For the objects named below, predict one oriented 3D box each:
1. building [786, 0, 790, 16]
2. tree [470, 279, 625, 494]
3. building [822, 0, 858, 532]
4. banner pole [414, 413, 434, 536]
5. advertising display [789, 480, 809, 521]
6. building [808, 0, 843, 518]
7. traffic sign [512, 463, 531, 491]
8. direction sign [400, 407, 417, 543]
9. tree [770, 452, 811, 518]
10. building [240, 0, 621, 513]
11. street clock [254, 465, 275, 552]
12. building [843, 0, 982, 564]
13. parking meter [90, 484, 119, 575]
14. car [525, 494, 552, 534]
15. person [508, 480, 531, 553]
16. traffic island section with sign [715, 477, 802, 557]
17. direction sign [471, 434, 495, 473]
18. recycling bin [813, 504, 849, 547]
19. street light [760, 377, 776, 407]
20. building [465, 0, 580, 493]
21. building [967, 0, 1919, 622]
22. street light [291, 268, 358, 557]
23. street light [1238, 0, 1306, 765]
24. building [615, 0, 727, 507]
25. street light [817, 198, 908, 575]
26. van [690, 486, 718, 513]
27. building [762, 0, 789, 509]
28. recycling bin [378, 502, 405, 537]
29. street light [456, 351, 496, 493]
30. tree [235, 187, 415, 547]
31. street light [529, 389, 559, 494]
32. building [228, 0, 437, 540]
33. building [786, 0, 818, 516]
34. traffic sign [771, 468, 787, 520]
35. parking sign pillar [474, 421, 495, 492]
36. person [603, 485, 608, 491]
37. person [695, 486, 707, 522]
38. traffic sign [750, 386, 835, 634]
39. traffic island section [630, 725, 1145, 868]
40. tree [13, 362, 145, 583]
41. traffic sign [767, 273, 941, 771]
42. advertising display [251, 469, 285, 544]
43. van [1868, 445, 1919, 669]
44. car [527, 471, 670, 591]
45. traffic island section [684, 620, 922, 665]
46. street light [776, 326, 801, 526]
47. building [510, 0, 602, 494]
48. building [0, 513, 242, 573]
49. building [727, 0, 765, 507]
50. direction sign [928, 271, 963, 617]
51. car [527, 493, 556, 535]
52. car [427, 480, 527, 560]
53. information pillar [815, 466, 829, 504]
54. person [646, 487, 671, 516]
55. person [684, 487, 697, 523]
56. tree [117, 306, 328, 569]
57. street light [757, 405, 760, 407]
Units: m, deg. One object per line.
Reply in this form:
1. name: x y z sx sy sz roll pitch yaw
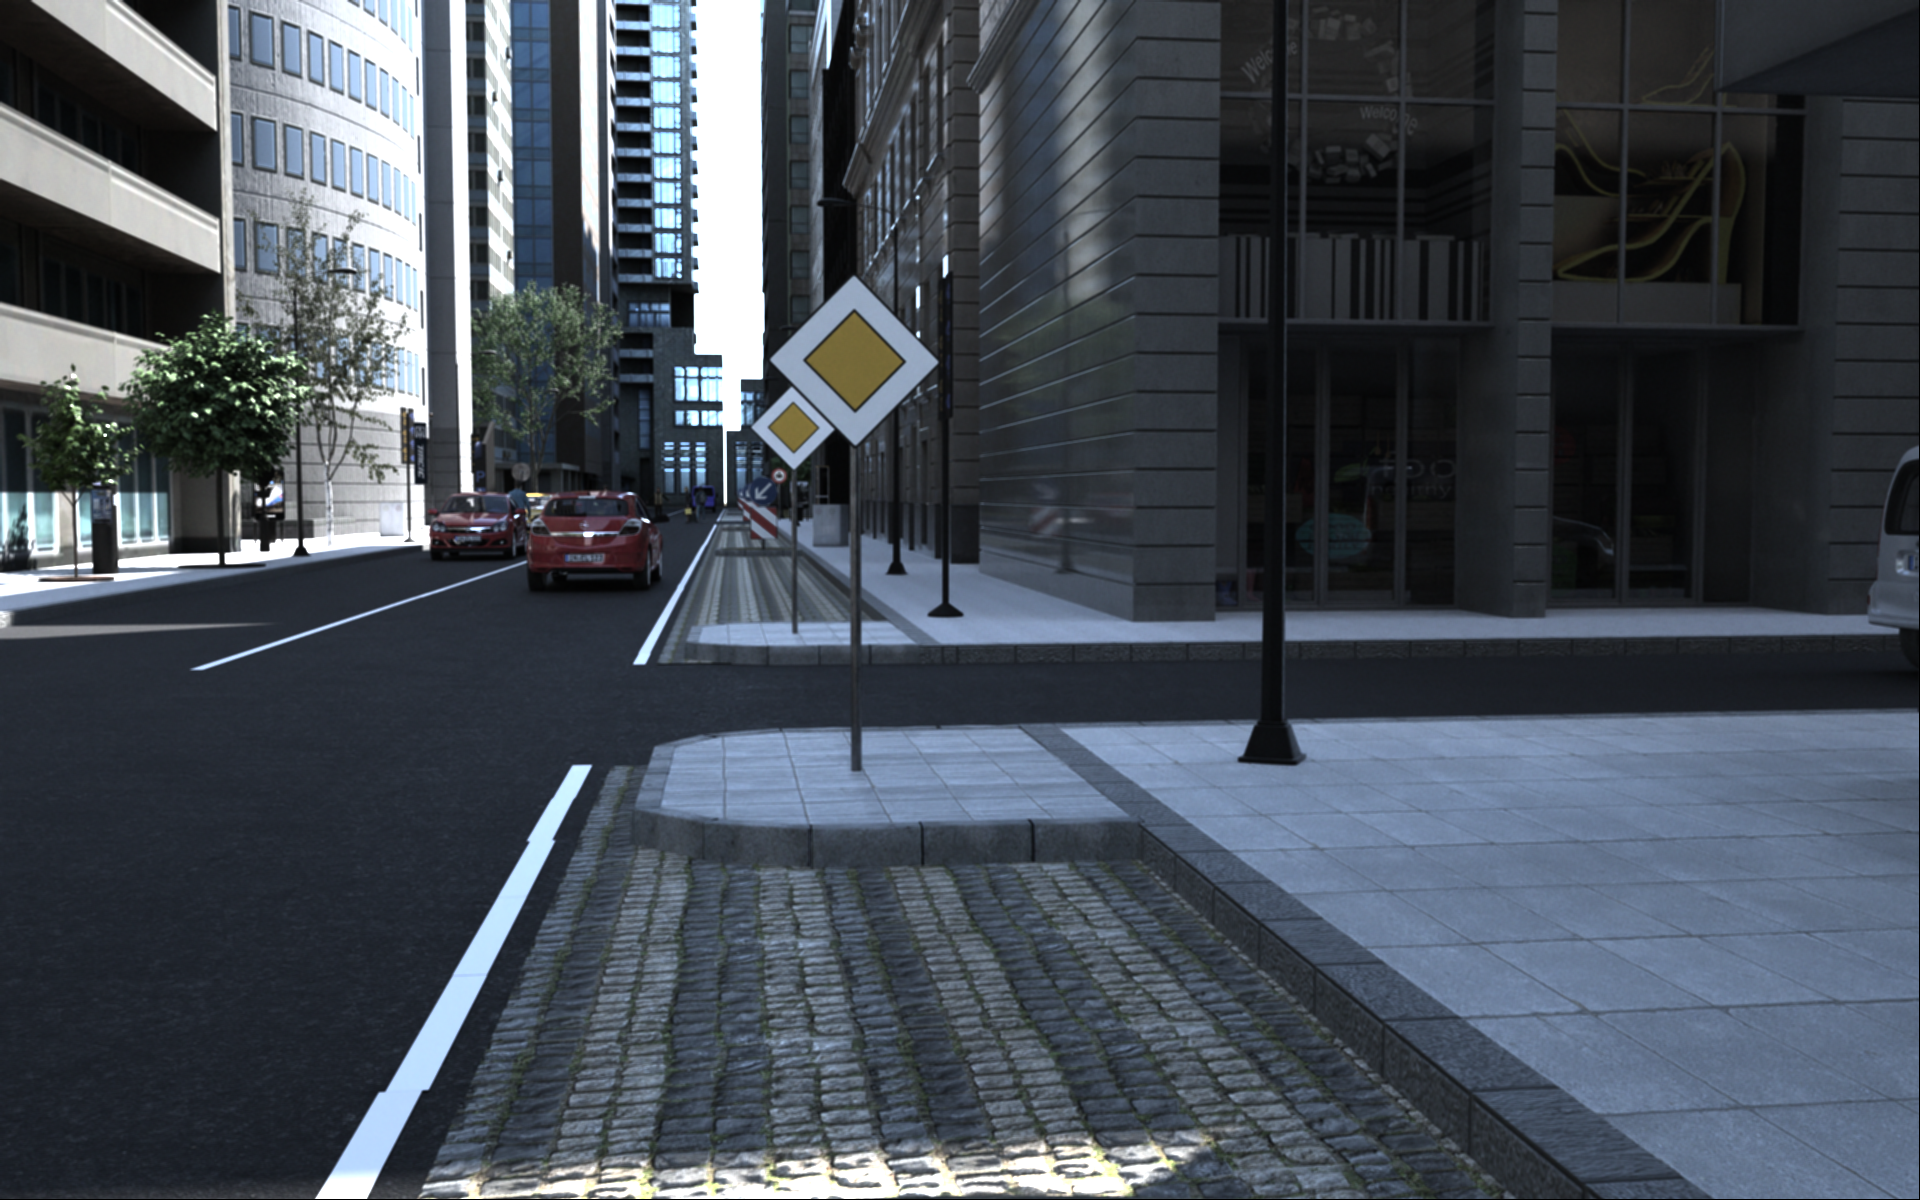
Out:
1. building: -1.451 -31.151 128.933 23.786 49.044 30.456 0 4 -7
2. tree: -20.229 -9.605 82.803 9.928 11.665 9.643 0 3 0
3. building: 1.505 -14.339 64.120 12.332 23.373 15.834 0 4 -7
4. banner pole: -16.508 -3.882 53.485 0.401 3.779 0.863 3 4 38
5. advertising display: -7.624 -4.691 81.915 0.974 1.923 0.123 -2 4 -24
6. building: -0.628 -16.133 81.800 12.078 24.808 19.932 0 4 -7
7. traffic sign: -17.759 -4.282 70.112 0.768 2.556 0.104 0 4 -4
8. direction sign: -14.508 -3.276 45.554 0.379 3.537 0.876 0 4 3
9. tree: -8.826 -6.756 94.181 4.285 4.588 4.351 0 3 0
10. building: -44.245 -37.196 150.148 28.212 58.520 21.231 0 4 -7
11. street clock: -15.393 -2.063 38.293 0.471 2.002 0.358 -2 4 -34
12. building: 3.846 -15.073 43.700 12.463 27.353 25.104 0 4 -7
13. parking meter: -13.687 -1.180 27.706 0.372 1.533 0.369 0 3 0
14. car: -13.952 -2.836 56.585 2.015 1.641 3.980 0 4 -7
15. person: -10.720 -2.027 41.981 0.601 1.785 0.444 0 4 -6
16. traffic island section with sign: -4.702 -1.941 40.360 1.989 1.847 2.006 0 4 -7
17. direction sign: -18.022 -4.494 65.480 0.876 3.537 0.379 0 4 1
18. recycling bin: -3.171 -1.835 42.553 0.722 1.027 0.722 1 4 15
19. street light: -7.090 -5.906 69.103 1.470 5.913 1.316 0 4 -7
20. building: -38.814 -24.879 98.651 32.217 40.220 23.993 0 4 -7
21. building: 15.633 -15.058 23.686 29.804 29.767 11.434 0 4 -7
22. street light: -13.061 -3.858 35.625 1.470 5.913 1.316 0 4 -7
23. street light: 0.970 -2.176 8.113 1.470 5.913 1.316 0 4 -7
24. building: -40.643 -53.124 181.244 31.000 86.520 22.319 0 4 -7
25. street light: -1.550 -3.357 27.436 1.470 5.913 1.316 0 4 -7
26. van: -20.144 -8.055 136.085 2.240 2.365 5.245 0 4 -8
27. building: -6.756 -32.510 155.237 21.300 48.544 21.600 0 4 -7
28. recycling bin: -17.101 -2.420 52.114 0.722 1.027 0.722 -1 4 -21
29. street light: -15.713 -5.115 56.179 1.470 5.913 1.316 0 4 -7
30. tree: -15.233 -5.584 41.668 4.360 8.622 3.978 0 3 0
31. street light: -18.452 -6.372 76.731 1.470 5.913 1.316 0 4 -7
32. building: -29.456 -31.522 57.378 21.231 58.520 28.212 0 4 -7
33. building: -3.557 -20.442 105.933 14.160 30.474 14.107 0 4 -7
34. traffic sign: -8.790 -5.147 84.265 0.768 2.556 0.104 0 4 -5
35. parking sign pillar: -17.419 -4.589 63.505 1.447 3.967 1.447 0 4 -1
36. person: -15.157 -4.057 74.739 0.836 1.842 0.656 -1 4 -10
37. person: -13.305 -4.902 88.627 0.794 1.824 0.713 1 4 17
38. traffic sign: -1.523 -0.749 15.890 0.795 2.450 0.064 0 4 -7
39. traffic island section: -0.461 0.870 8.052 2.009 0.180 2.903 0 4 -7
40. tree: -13.005 -1.883 25.397 1.663 3.219 1.824 0 3 0
41. traffic sign: -0.484 -0.265 7.972 0.795 2.450 0.064 0 4 -7
42. advertising display: -17.874 -2.418 44.747 0.123 1.923 0.974 2 4 27
43. van: 9.316 -0.388 13.362 4.112 2.044 2.013 0 4 -7
44. car: -5.689 -1.115 27.277 2.155 1.783 4.494 0 4 -6
45. traffic island section: -1.501 0.386 15.970 2.009 0.180 2.903 0 4 -7
46. street light: -4.277 -4.621 48.094 1.470 5.913 1.316 0 4 -7
47. building: -35.157 -29.503 132.492 14.600 45.320 14.200 0 4 -7
48. building: -25.111 -24.552 25.125 21.300 48.544 21.600 0 4 -7
49. building: -9.630 -53.337 184.727 31.000 86.520 22.319 0 4 -7
50. direction sign: -0.152 -1.597 18.105 0.379 3.537 0.876 -1 4 -9
51. car: -14.572 -3.246 62.120 2.155 1.783 4.494 0 4 -7
52. car: -10.853 -1.842 39.160 2.155 1.783 4.494 -1 4 -9
53. information pillar: -3.602 -2.498 45.335 0.304 2.012 0.304 -1 4 -17
54. person: -16.786 -5.370 96.401 1.348 1.812 0.705 -1 4 -11
55. person: -13.512 -4.771 86.719 0.699 1.804 1.509 1 4 15
56. tree: -12.930 -2.857 30.427 4.285 4.588 4.351 0 3 0
57. street light: -9.823 -7.189 90.087 1.470 5.913 1.316 0 4 -7
